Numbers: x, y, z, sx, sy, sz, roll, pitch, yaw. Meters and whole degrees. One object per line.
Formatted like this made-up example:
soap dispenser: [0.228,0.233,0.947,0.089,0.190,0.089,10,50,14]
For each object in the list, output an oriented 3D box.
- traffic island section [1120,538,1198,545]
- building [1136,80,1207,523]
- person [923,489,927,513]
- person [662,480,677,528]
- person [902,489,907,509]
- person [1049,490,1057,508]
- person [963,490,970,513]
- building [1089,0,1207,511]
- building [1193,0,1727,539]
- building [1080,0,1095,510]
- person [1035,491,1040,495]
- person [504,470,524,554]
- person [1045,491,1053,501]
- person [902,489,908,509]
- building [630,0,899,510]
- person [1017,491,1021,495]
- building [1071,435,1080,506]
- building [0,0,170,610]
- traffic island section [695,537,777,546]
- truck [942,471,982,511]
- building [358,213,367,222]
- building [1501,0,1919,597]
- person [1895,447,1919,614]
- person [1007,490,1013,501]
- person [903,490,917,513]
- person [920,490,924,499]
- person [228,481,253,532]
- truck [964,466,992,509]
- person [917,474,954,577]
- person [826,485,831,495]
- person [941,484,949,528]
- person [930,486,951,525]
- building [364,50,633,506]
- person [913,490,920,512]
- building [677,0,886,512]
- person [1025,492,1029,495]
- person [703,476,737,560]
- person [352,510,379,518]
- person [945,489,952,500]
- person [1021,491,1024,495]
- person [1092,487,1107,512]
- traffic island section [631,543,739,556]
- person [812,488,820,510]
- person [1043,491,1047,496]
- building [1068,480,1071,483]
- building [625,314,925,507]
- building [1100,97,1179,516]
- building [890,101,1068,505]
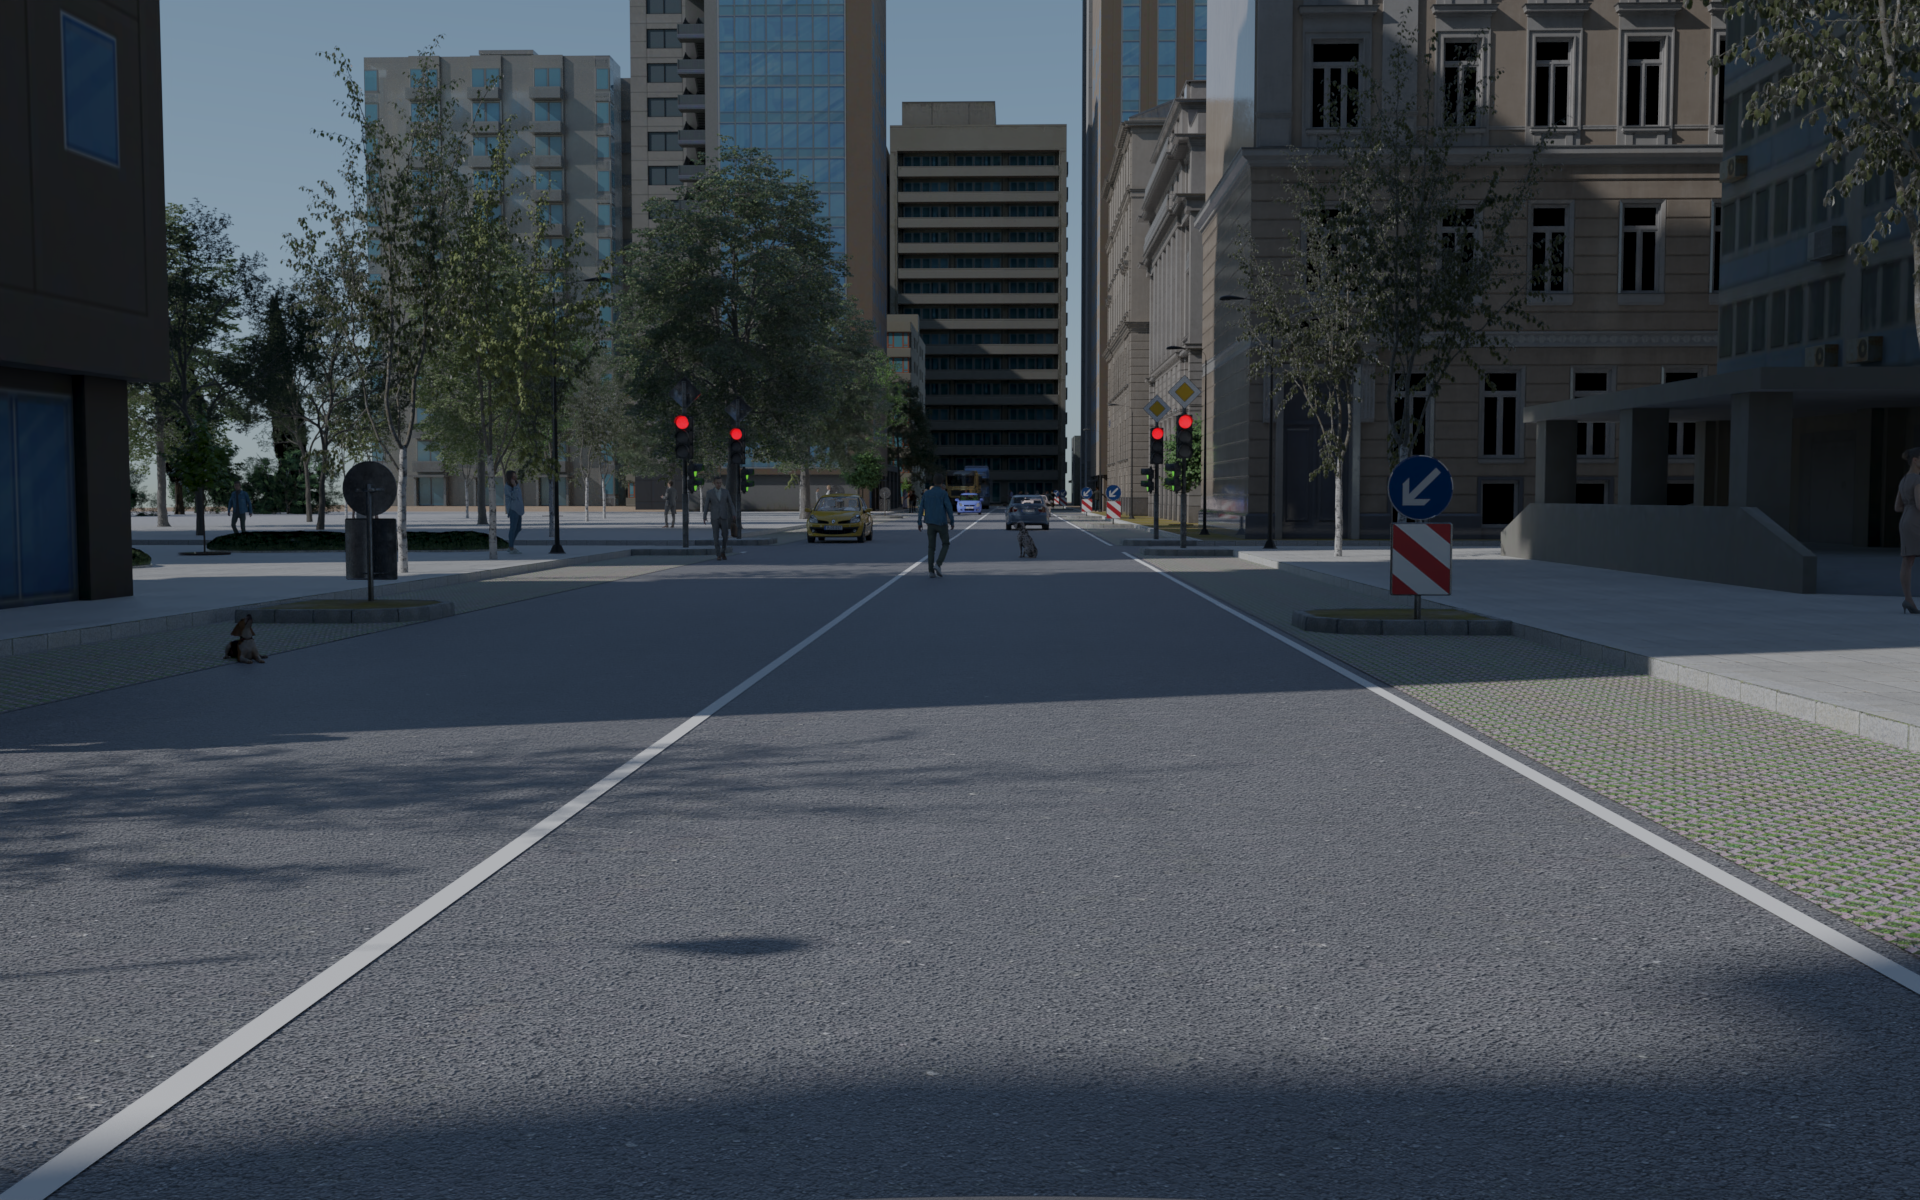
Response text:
traffic island section: [5.588,-1.644,49.164,2.009,0.180,2.903,0,4,2]
building: [16.243,-14.971,86.569,13.314,21.916,24.055,0,4,2]
person: [-2.026,-5.718,102.737,0.466,1.731,0.760,3,4,37]
person: [-11.104,-3.658,66.053,0.583,1.804,0.606,2,4,30]
person: [-4.809,-8.779,150.241,0.621,1.740,0.551,-3,4,-36]
person: [9.277,-10.139,173.909,1.348,1.869,0.705,-3,4,-36]
person: [0.499,-7.527,132.119,0.990,1.755,0.434,-2,4,-28]
building: [17.332,-29.530,132.927,14.600,45.320,14.200,0,4,2]
building: [18.026,-16.414,54.271,20.117,28.700,13.634,0,4,2]
building: [21.291,-37.405,153.574,21.231,58.520,28.212,0,4,2]
person: [7.600,-9.879,170.756,1.217,1.736,0.721,1,4,20]
person: [-9.578,-1.885,37.120,0.793,1.790,0.793,-2,4,-26]
person: [7.837,-8.922,155.168,1.217,1.735,0.721,1,4,20]
person: [-4.813,-8.922,152.589,0.621,1.740,0.551,-2,4,-24]
building: [-15.890,-43.447,148.609,20.563,71.187,20.611,0,4,2]
person: [5.054,-8.418,147.056,0.541,1.710,0.530,-2,4,-30]
building: [23.565,-53.204,182.560,22.319,86.520,31.000,0,4,2]
building: [-17.180,-22.255,13.973,14.600,45.320,14.200,0,4,2]
traffic island section: [-6.347,-1.668,49.552,2.009,0.180,2.903,0,4,2]
truck: [0.256,-9.085,144.458,3.469,3.379,9.791,0,4,3]
building: [-62.143,-32.605,224.967,23.993,40.220,32.217,0,4,2]
building: [27.136,-20.522,27.412,32.217,40.220,23.993,0,4,2]
person: [10.254,-0.740,18.483,0.374,1.781,0.599,0,4,3]
person: [4.527,-9.122,157.509,0.599,1.838,0.709,1,4,11]
person: [-3.677,-7.308,128.806,1.217,1.723,0.721,2,4,31]
person: [-3.847,-10.601,180.175,0.445,1.727,0.742,1,4,22]
person: [-19.974,-2.398,48.048,0.601,1.785,0.444,0,4,4]
truck: [1.649,-11.072,170.793,2.967,4.110,18.799,0,4,1]
person: [-0.413,-1.276,29.708,0.601,1.785,0.444,1,4,23]
person: [-7.352,-5.572,97.500,0.624,1.780,0.694,2,4,30]
person: [-0.733,-3.519,66.218,0.590,1.801,0.661,1,4,17]
person: [-1.084,-4.414,80.884,0.699,1.804,1.509,-2,4,-33]
building: [-48.506,-34.891,190.068,30.456,49.044,23.786,0,4,2]
person: [-3.664,-8.001,140.034,1.217,1.735,0.721,3,5,42]
building: [-12.991,-29.459,131.771,14.600,45.320,14.200,0,4,2]
person: [7.448,-11.305,194.145,0.445,1.727,0.742,-3,4,-36]
person: [-5.190,-1.765,37.475,0.709,1.813,0.853,-1,4,-20]
person: [-12.250,-1.757,35.518,0.760,1.731,0.466,1,4,23]
person: [-1.113,-7.944,138.017,0.705,1.869,1.348,-3,5,-44]
person: [6.833,-11.236,192.728,1.217,1.766,0.721,0,4,-1]
person: [10.069,-7.379,126.716,1.348,1.821,0.705,0,4,7]
traffic island section: [-6.604,-1.180,41.571,2.009,0.180,2.903,0,4,2]
person: [-10.019,-7.034,121.807,0.760,1.731,0.466,-3,5,-40]
person: [8.971,-10.490,180.811,0.445,1.727,0.742,2,4,26]
building: [28.266,-34.437,217.670,28.867,44.769,22.147,0,4,2]
building: [-18.909,-20.973,187.950,28.899,21.520,27.650,0,4,2]
building: [15.775,-19.189,111.011,12.463,27.353,25.104,0,4,2]
building: [2.499,-36.298,217.176,21.600,48.544,21.300,0,4,2]
